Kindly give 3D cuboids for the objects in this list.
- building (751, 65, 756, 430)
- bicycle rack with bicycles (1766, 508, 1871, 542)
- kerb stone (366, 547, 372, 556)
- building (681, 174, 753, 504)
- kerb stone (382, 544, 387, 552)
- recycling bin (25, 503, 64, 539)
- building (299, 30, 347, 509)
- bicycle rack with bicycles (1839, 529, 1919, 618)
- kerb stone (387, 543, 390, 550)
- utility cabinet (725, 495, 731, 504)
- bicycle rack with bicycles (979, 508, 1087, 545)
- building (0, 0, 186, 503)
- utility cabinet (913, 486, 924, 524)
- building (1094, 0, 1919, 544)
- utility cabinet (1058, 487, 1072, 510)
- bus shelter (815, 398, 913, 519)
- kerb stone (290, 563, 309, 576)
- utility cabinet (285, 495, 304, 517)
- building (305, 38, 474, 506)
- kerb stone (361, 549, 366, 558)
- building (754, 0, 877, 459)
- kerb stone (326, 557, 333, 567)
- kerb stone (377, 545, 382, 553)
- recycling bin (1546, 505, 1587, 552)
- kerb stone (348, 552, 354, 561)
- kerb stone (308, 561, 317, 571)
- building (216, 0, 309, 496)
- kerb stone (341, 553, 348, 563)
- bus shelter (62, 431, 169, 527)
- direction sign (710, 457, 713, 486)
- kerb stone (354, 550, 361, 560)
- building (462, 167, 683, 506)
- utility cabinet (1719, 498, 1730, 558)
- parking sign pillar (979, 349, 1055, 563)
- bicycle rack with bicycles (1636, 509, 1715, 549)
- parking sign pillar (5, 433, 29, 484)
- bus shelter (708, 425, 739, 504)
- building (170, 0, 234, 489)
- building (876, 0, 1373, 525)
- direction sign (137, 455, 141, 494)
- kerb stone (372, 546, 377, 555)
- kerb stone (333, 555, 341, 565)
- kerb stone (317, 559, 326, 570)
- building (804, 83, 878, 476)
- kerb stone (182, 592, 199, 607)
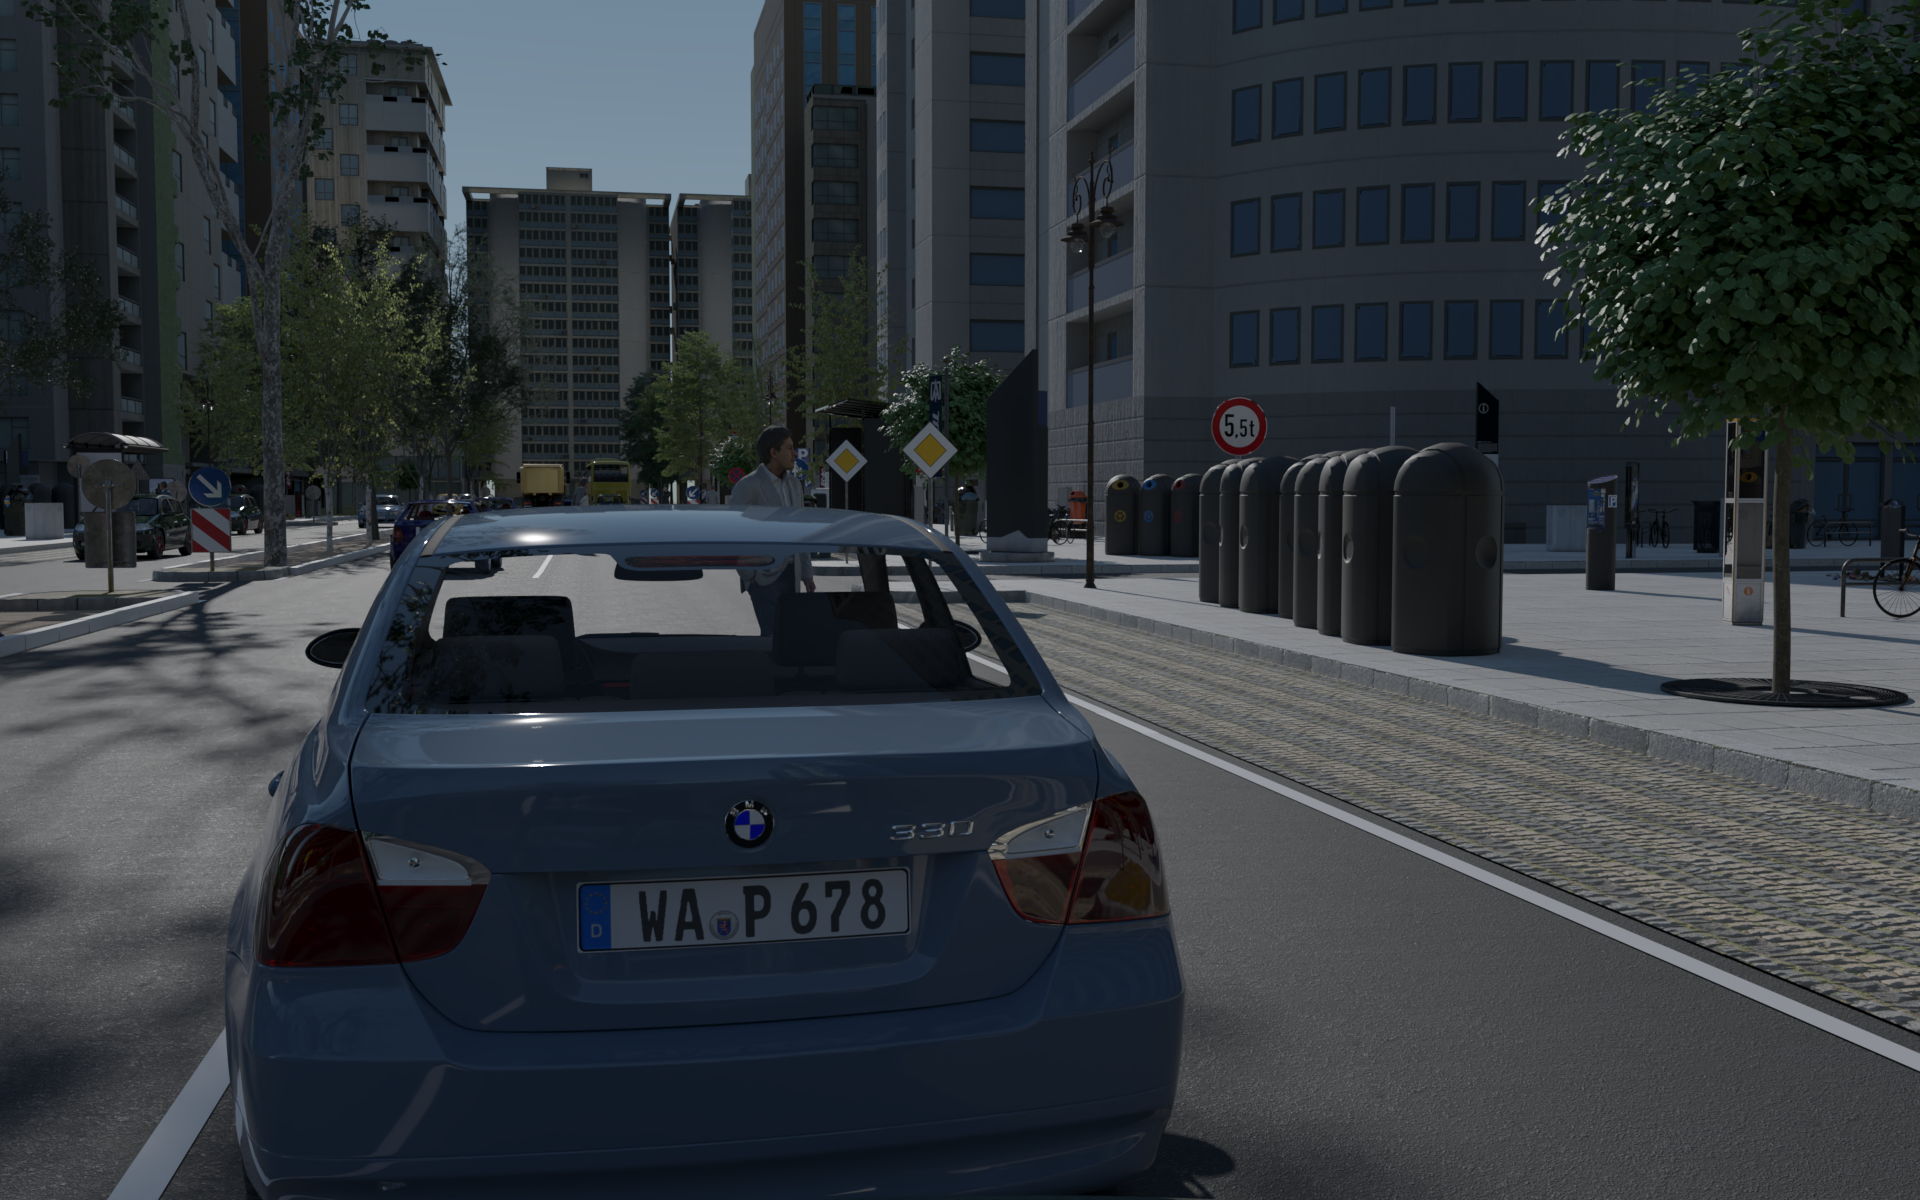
[{"bbox_3d":[-13.301,-29.636,168.144,14.154,41.232,14.086,-1,4,-12],"label":"building"},{"bbox_3d":[20.956,-1.805,42.894,2.925,0.926,2.852,-2,4,-28],"label":"bicycle rack with bicycles"},{"bbox_3d":[-13.740,-1.083,39.935,0.120,0.150,1.000,-1,4,-12],"label":"kerb stone"},{"bbox_3d":[-23.325,-31.890,213.289,23.993,40.220,32.217,-1,4,-12],"label":"building"},{"bbox_3d":[-14.384,-1.268,42.940,0.120,0.150,1.000,-1,4,-12],"label":"kerb stone"},{"bbox_3d":[-26.099,-2.252,49.372,0.722,1.027,0.722,1,4,16],"label":"recycling bin"},{"bbox_3d":[-70.817,-30.417,151.937,28.867,44.769,22.147,-1,4,-12],"label":"building"},{"bbox_3d":[10.430,-0.237,17.261,2.925,0.926,2.852,-1,4,-11],"label":"bicycle rack with bicycles"},{"bbox_3d":[-14.595,-1.330,43.943,0.120,0.150,1.000,-1,4,-12],"label":"kerb stone"},{"bbox_3d":[-12.345,-4.975,92.502,0.306,1.237,1.020,-1,4,-15],"label":"utility cabinet"},{"bbox_3d":[2.131,-1.915,44.686,2.852,0.926,2.925,-2,4,-26],"label":"bicycle rack with bicycles"},{"bbox_3d":[-48.657,-24.696,87.380,14.154,41.232,14.086,-1,4,-12],"label":"building"},{"bbox_3d":[-1.307,-2.318,46.573,0.318,1.500,1.173,-2,4,-24],"label":"utility cabinet"},{"bbox_3d":[17.812,-31.274,53.336,28.212,58.520,21.231,-1,4,-12],"label":"building"},{"bbox_3d":[3.221,-2.729,53.298,0.318,1.500,1.173,1,4,11],"label":"utility cabinet"},{"bbox_3d":[-2.543,-3.321,45.581,1.731,3.624,6.357,-1,4,-12],"label":"bus shelter"},{"bbox_3d":[-11.811,-0.526,30.907,0.120,0.150,1.000,-1,4,-12],"label":"kerb stone"},{"bbox_3d":[-37.018,-5.206,96.277,1.020,1.237,0.306,0,4,1],"label":"utility cabinet"},{"bbox_3d":[-71.730,-37.443,201.438,27.495,52.752,28.713,-1,4,-12],"label":"building"},{"bbox_3d":[-13.528,-1.023,38.925,0.120,0.150,1.000,-1,4,-12],"label":"kerb stone"},{"bbox_3d":[-10.626,-30.818,153.978,14.600,45.320,14.200,-1,4,-12],"label":"building"},{"bbox_3d":[-12.463,-0.714,33.911,0.120,0.150,1.000,-1,4,-12],"label":"kerb stone"},{"bbox_3d":[-14.175,-1.208,41.940,0.120,0.150,1.000,-1,4,-12],"label":"kerb stone"},{"bbox_3d":[13.531,-1.597,38.659,0.722,1.027,0.722,0,4,6],"label":"recycling bin"},{"bbox_3d":[-13.096,-0.901,36.924,0.120,0.150,1.000,-1,4,-12],"label":"kerb stone"},{"bbox_3d":[-12.040,-0.594,31.903,0.120,0.150,1.000,-1,4,-12],"label":"kerb stone"},{"bbox_3d":[-58.455,-29.466,131.886,14.600,45.320,14.200,-1,4,-12],"label":"building"},{"bbox_3d":[-12.884,-0.839,35.919,0.120,0.150,1.000,-1,4,-12],"label":"kerb stone"},{"bbox_3d":[-28.484,-3.959,58.657,2.014,3.302,5.546,-1,4,-12],"label":"bus shelter"},{"bbox_3d":[-15.219,-6.974,106.026,0.379,3.537,0.876,-1,4,-17],"label":"direction sign"},{"bbox_3d":[-13.312,-0.962,37.925,0.120,0.150,1.000,-1,4,-12],"label":"kerb stone"},{"bbox_3d":[-46.903,-31.617,208.823,23.993,40.220,32.217,-1,4,-12],"label":"building"},{"bbox_3d":[15.778,-1.478,35.332,0.306,1.237,1.020,3,4,38],"label":"utility cabinet"},{"bbox_3d":[1.081,-2.715,32.856,1.447,3.967,1.447,-3,5,-40],"label":"parking sign pillar"},{"bbox_3d":[17.295,-1.730,41.670,2.852,0.926,2.925,2,4,29],"label":"bicycle rack with bicycles"},{"bbox_3d":[-42.114,-5.436,77.353,1.447,3.967,1.447,3,4,36],"label":"parking sign pillar"},{"bbox_3d":[-13.177,-7.418,98.910,2.179,5.291,8.768,-1,4,-12],"label":"bus shelter"},{"bbox_3d":[-62.028,-31.809,109.320,28.713,52.752,27.495,-1,4,-12],"label":"building"},{"bbox_3d":[6.074,-33.704,93.058,21.231,58.520,28.212,-1,4,-12],"label":"building"},{"bbox_3d":[-38.591,-5.470,81.432,0.379,3.537,0.876,-2,4,-34],"label":"direction sign"},{"bbox_3d":[-13.956,-1.142,40.934,0.120,0.150,1.000,-1,4,-12],"label":"kerb stone"},{"bbox_3d":[-12.669,-0.775,34.916,0.120,0.150,1.000,-1,4,-12],"label":"kerb stone"},{"bbox_3d":[-12.245,-0.655,32.912,0.120,0.150,1.000,-1,4,-12],"label":"kerb stone"},{"bbox_3d":[-4.566,-21.715,126.748,14.160,30.474,14.107,-1,4,-12],"label":"building"},{"bbox_3d":[-9.984,-0.005,22.318,0.120,0.150,1.000,-1,4,-12],"label":"kerb stone"}]
